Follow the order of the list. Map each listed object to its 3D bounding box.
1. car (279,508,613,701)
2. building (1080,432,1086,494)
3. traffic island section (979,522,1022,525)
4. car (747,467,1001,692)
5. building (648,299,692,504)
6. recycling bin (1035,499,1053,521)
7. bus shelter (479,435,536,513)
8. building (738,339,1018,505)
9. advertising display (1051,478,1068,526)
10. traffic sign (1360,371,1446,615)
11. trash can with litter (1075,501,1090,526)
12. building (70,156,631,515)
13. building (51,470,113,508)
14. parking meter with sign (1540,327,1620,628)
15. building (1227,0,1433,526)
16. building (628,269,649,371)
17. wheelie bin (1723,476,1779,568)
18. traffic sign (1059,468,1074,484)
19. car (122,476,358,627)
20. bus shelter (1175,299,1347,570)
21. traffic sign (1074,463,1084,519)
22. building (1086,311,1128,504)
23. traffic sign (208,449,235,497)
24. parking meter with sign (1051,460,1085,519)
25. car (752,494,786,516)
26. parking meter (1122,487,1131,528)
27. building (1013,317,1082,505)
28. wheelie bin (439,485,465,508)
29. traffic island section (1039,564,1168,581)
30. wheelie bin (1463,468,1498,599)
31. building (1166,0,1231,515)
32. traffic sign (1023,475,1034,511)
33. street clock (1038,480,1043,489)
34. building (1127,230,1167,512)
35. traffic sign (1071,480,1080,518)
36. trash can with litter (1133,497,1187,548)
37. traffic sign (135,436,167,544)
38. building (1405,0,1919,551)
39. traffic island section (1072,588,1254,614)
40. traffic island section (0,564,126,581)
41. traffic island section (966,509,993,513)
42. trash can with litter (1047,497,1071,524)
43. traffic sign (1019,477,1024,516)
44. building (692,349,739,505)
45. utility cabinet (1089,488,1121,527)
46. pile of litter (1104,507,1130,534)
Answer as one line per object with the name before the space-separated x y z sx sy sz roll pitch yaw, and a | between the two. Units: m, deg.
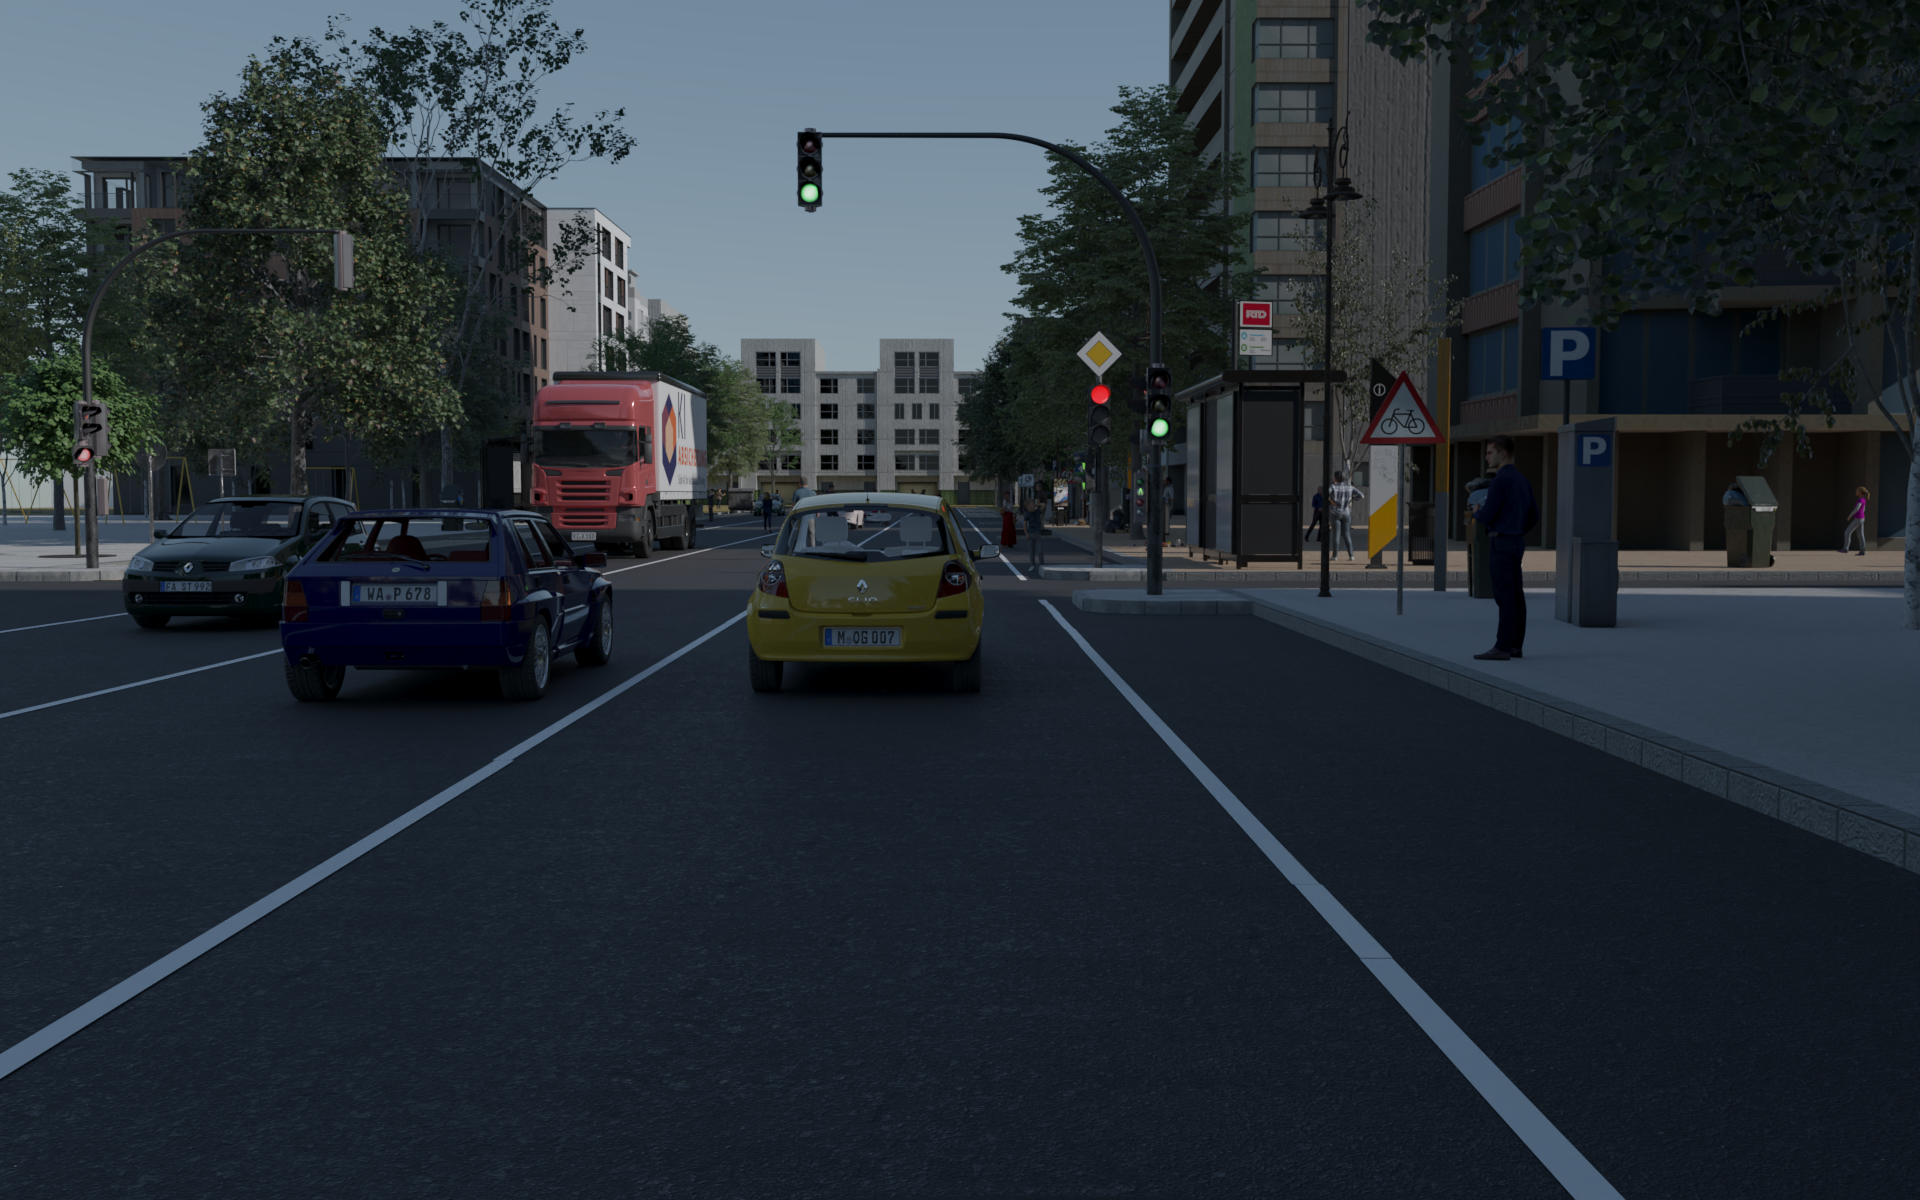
car | -3.792 -0.048 13.362 1.945 1.354 3.894 0 4 -1
building | 19.403 -19.046 167.818 16.016 20.091 11.380 0 4 -1
traffic island section | 1.919 -3.631 82.238 1.991 0.108 1.994 0 4 -1
car | -0.670 -0.229 13.973 2.015 1.641 3.980 0 4 0
building | -42.873 -18.285 165.418 31.486 18.905 16.747 0 4 -1
recycling bin | 4.076 -4.370 84.006 0.722 1.027 0.722 -1 4 -9
bus shelter | -18.417 -4.962 72.418 1.731 3.624 6.357 0 4 0
building | -9.203 -20.733 205.445 31.486 18.905 16.747 0 4 -1
advertising display | 3.993 -3.915 69.230 0.123 1.923 0.974 3 5 41
traffic sign | 4.676 -1.122 18.345 0.884 2.594 0.081 1 4 9
trash can with litter | 5.211 -3.594 70.142 1.055 1.170 0.624 -1 4 -18
building | -39.860 -16.974 121.505 27.936 21.610 32.646 0 4 -1
building | -72.685 -13.886 169.177 28.070 9.664 9.099 0 4 -1
parking meter with sign | 6.249 -1.291 17.362 0.543 3.016 1.738 0 4 7
building | 18.714 -23.970 75.512 14.154 41.232 14.086 0 4 -1
building | -34.076 -17.575 143.772 16.016 20.091 11.380 0 4 -1
wheelie bin | 13.754 -1.366 30.243 0.980 1.594 0.693 -1 4 -23
traffic sign | 5.255 -5.190 84.963 0.768 2.556 0.104 0 4 2
car | -7.990 -0.616 19.863 2.009 1.686 4.222 0 4 -1
bus shelter | 5.446 -3.417 33.497 2.179 5.291 8.768 0 4 -1
traffic sign | 5.116 -4.401 72.056 0.768 2.556 0.104 1 4 9
building | 20.320 -17.123 146.416 16.747 18.905 31.486 0 4 -1
traffic sign | -16.768 -2.278 39.371 0.606 2.300 0.079 0 4 1
parking meter with sign | 5.507 -5.619 88.125 1.738 3.016 0.543 2 4 30
car | -12.558 -6.266 114.247 2.131 1.459 4.920 0 4 -1
parking meter | 5.837 -3.169 60.230 0.372 1.533 0.369 0 3 0
building | 22.925 -22.440 210.864 32.646 21.610 27.936 0 4 -1
wheelie bin | -17.635 -3.196 60.158 0.980 1.594 0.693 1 4 12
traffic island section | 2.418 -0.477 30.077 2.009 0.180 2.903 0 4 -1
wheelie bin | 6.581 -0.824 21.379 0.693 1.594 0.980 0 4 6
building | 23.260 -28.737 93.553 21.300 48.544 21.600 0 4 -1
traffic sign | 3.528 -5.352 89.642 0.606 2.300 0.079 1 4 9
street clock | 4.094 -5.098 87.920 0.358 2.002 0.471 0 4 3
building | 20.286 -16.426 124.985 16.016 20.091 11.380 0 4 -1
traffic sign | 5.819 -5.160 84.366 0.884 2.594 0.081 0 4 7
trash can with litter | 5.071 -1.923 42.493 1.678 1.210 2.233 0 4 2
traffic sign | -17.698 -2.310 37.882 0.768 2.556 0.104 1 4 9
building | 26.861 -24.007 47.132 28.867 44.769 22.147 0 4 -1
traffic island section | 2.492 0.012 22.092 2.009 0.180 2.903 0 4 -1
traffic island section | -15.003 -0.467 29.920 2.009 0.180 2.903 0 4 -1
traffic island section | 1.469 -6.668 131.893 1.991 0.108 1.994 0 4 -1
trash can with litter | 4.294 -3.911 75.324 1.055 1.170 0.624 1 4 18
traffic sign | 3.654 -5.955 99.490 0.606 2.300 0.079 0 4 2
building | -40.692 -20.687 204.687 31.486 18.905 16.747 0 4 -1
utility cabinet | 5.516 -3.490 65.737 1.173 1.500 0.318 -1 4 -16
pile of litter | 5.449 -2.634 57.025 1.719 0.858 1.176 -3 4 -36
